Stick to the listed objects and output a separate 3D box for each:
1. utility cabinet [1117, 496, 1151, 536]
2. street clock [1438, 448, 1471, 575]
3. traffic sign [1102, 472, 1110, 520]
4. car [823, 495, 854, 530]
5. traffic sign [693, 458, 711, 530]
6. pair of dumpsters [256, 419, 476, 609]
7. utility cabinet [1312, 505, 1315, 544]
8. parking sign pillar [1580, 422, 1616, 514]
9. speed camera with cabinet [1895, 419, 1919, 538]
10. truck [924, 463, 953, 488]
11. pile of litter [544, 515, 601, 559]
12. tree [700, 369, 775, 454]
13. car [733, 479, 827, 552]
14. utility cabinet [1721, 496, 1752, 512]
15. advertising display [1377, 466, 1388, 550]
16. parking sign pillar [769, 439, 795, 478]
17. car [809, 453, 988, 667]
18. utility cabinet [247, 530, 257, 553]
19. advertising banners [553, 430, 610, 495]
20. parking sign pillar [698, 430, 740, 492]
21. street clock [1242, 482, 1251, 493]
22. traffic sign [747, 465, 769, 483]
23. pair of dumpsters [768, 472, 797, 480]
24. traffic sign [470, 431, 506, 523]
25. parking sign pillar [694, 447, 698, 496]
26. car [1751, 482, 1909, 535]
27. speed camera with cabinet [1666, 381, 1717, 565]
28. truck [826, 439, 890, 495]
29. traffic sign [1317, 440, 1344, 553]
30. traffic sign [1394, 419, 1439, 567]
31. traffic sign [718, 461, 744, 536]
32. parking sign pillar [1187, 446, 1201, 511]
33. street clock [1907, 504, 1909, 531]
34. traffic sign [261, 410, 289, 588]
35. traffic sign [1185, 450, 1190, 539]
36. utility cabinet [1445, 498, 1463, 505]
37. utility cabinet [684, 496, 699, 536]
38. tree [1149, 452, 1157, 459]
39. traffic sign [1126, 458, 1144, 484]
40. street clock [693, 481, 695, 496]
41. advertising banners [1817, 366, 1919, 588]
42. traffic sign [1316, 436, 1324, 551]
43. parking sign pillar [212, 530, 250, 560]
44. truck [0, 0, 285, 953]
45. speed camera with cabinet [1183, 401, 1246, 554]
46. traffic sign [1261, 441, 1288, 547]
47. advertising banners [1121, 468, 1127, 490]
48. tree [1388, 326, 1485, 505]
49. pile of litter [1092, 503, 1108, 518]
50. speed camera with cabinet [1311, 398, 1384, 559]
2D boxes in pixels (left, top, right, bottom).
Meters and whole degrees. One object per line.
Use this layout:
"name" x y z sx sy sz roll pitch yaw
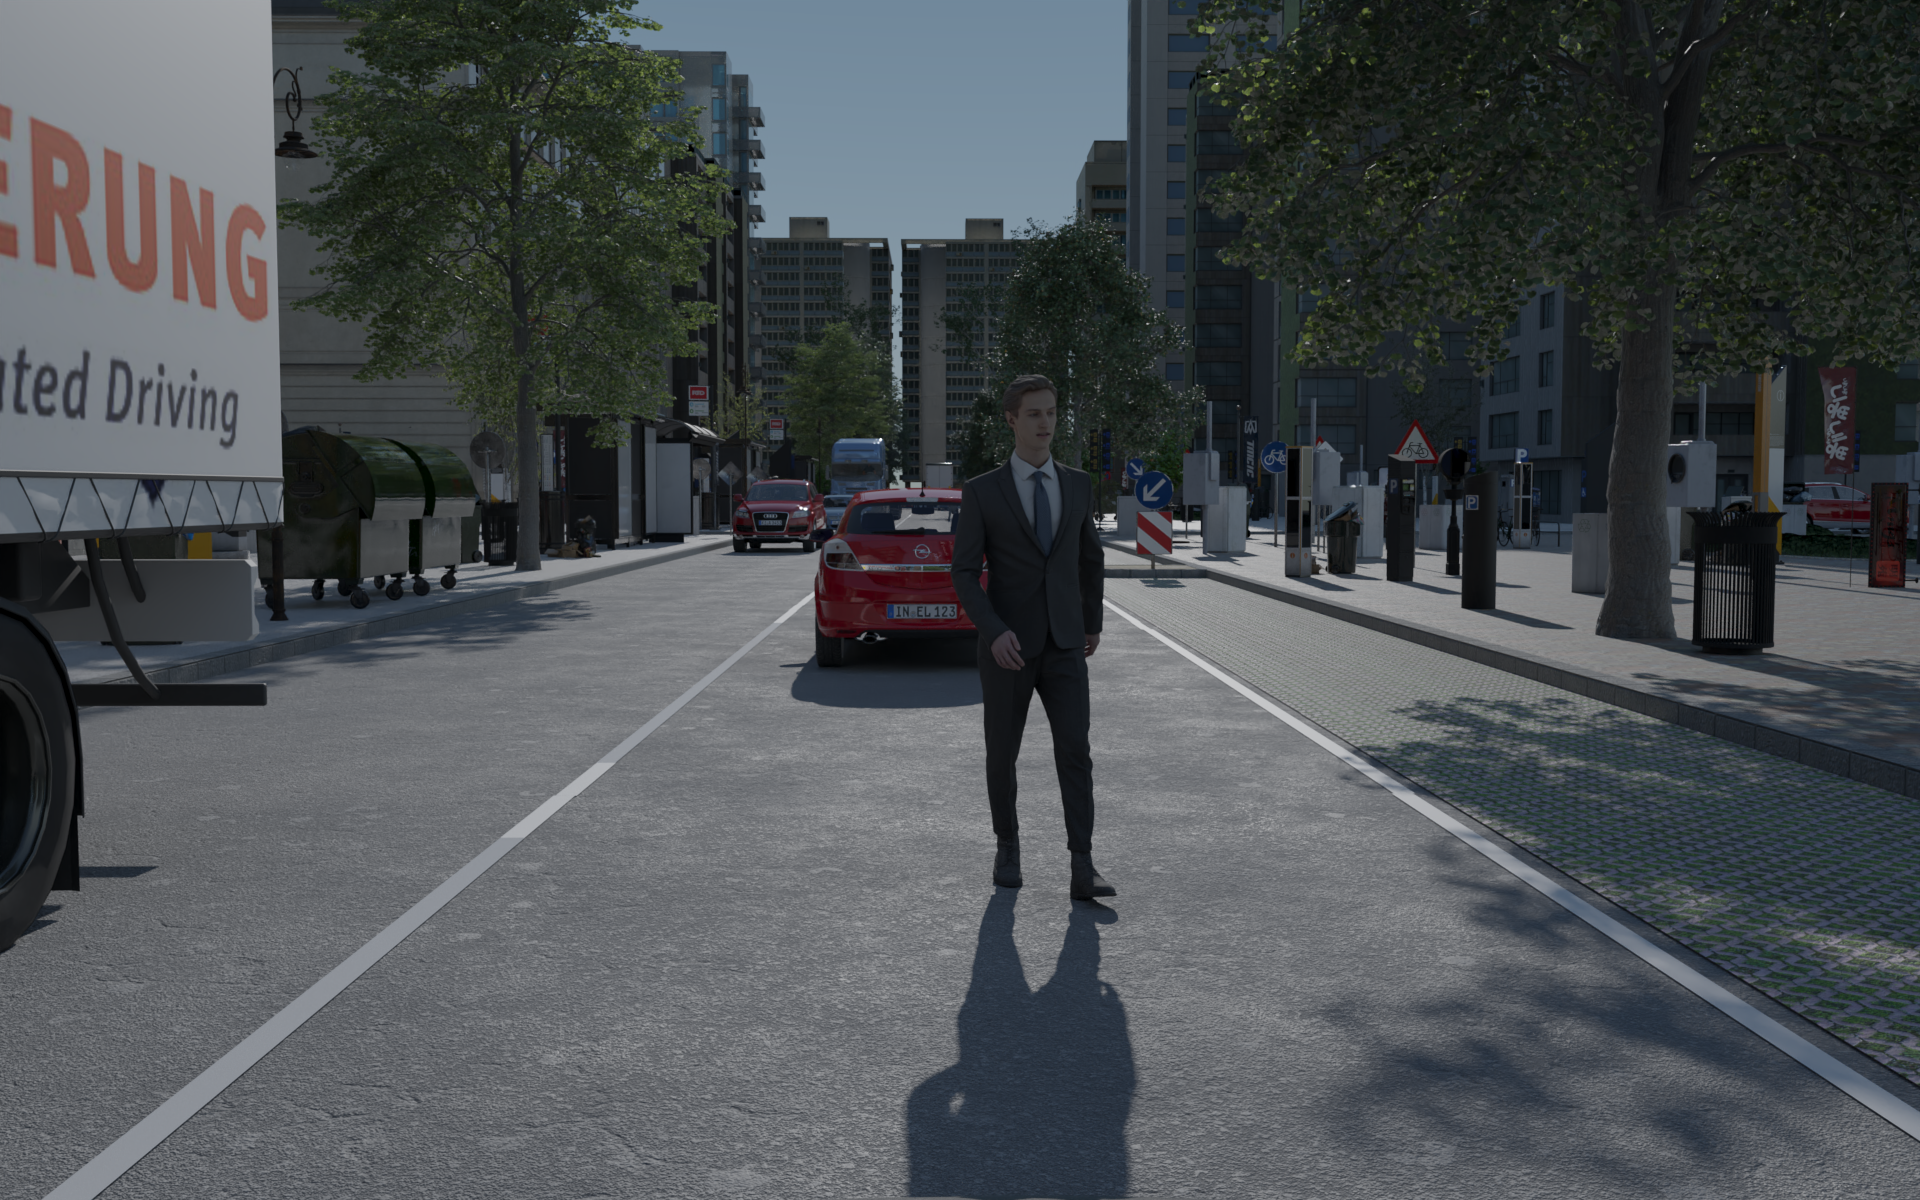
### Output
"utility cabinet" 5.345 -2.572 53.212 1.020 1.237 0.306 0 4 -2
"street clock" 7.807 -1.395 27.384 0.471 2.002 0.358 0 4 3
"traffic sign" 7.205 -5.323 87.133 0.768 2.556 0.104 0 4 8
"car" -4.264 -3.058 61.996 2.014 1.417 4.499 0 4 -2
"traffic sign" -9.223 -3.753 61.473 0.768 2.556 0.104 0 4 4
"pair of dumpsters" -7.260 -1.146 21.228 1.574 2.255 4.437 0 4 -1
"utility cabinet" 8.818 -2.199 44.636 0.318 1.500 1.173 0 4 -6
"parking sign pillar" 22.893 -4.489 61.869 1.447 3.967 1.447 -1 4 -9
"speed camera with cabinet" 21.928 -2.696 38.413 2.038 3.252 0.660 0 4 5
"truck" -1.991 -10.621 162.574 2.839 4.237 11.283 0 4 -1
"pile of litter" -7.858 -1.299 35.198 1.176 0.858 1.719 0 4 -3
"tree" -13.058 -9.241 101.456 4.360 8.622 3.978 0 3 0
"car" -4.569 -2.182 44.353 2.281 1.827 5.304 0 3 0
"utility cabinet" 21.638 -2.271 48.297 1.020 1.237 0.306 -2 4 -34
"advertising display" 9.951 -2.115 39.786 0.123 1.923 0.974 -2 4 -27
"parking sign pillar" -8.806 -5.952 85.793 1.447 3.967 1.447 2 4 34
"car" -0.337 -0.416 15.842 2.155 1.783 4.494 0 4 -1
"utility cabinet" -15.622 -1.605 37.400 0.306 1.237 1.020 3 5 44
"advertising banners" -10.104 -3.096 46.807 2.074 3.025 0.090 1 4 21
"parking sign pillar" -9.920 -5.156 72.771 1.447 3.967 1.447 -2 4 -35
"street clock" 13.382 -4.666 80.857 0.358 2.002 0.471 -1 4 -18
"traffic sign" -7.107 -3.500 60.866 0.795 2.450 0.064 0 4 -1
"pair of dumpsters" -7.820 -4.517 76.340 1.574 2.255 4.437 0 4 -1
"traffic sign" -9.600 -2.145 35.182 0.768 2.556 0.104 1 4 9
"parking sign pillar" -14.477 -6.747 98.782 1.447 3.967 1.447 0 4 -7
"car" 28.896 -2.993 57.611 5.304 1.827 2.281 0 4 -2
"speed camera with cabinet" 12.681 -2.241 30.971 0.660 3.252 2.038 -1 4 -8
"truck" -4.714 -6.133 90.031 2.967 4.110 18.799 0 4 1
"traffic sign" 7.877 -2.216 37.419 0.795 2.450 0.064 0 4 2
"traffic sign" 7.928 -1.848 30.223 0.884 2.594 0.081 1 4 8
"traffic sign" -6.998 -3.012 52.882 0.795 2.450 0.064 0 4 -1
"parking sign pillar" 12.458 -6.288 91.288 1.447 3.967 1.447 -1 4 -11
"street clock" 33.161 -3.425 60.567 0.471 2.002 0.358 -1 4 -15
"traffic sign" -9.547 -1.442 23.682 0.768 2.556 0.104 0 4 5
"traffic sign" 6.501 -3.036 49.650 0.884 2.594 0.081 0 4 7
"utility cabinet" 25.270 -4.718 88.298 1.020 1.237 0.306 2 4 25
"utility cabinet" -8.607 -2.598 53.637 1.020 1.237 0.306 -2 4 -26
"tree" 12.509 -7.818 111.534 4.285 4.588 4.351 0 3 0
"traffic sign" 6.280 -3.765 61.656 0.768 2.556 0.104 0 4 7
"street clock" -14.711 -5.576 95.733 0.358 2.002 0.471 -1 4 -17
"advertising banners" 12.736 -1.680 23.656 2.074 3.025 0.090 0 4 4
"traffic sign" 8.015 -2.365 38.665 0.884 2.594 0.081 0 4 7
"parking sign pillar" -14.544 -2.751 33.454 1.447 3.967 1.447 0 4 -1
"truck" -4.076 -0.796 1.936 2.839 4.237 11.283 0 4 -1
"speed camera with cabinet" 5.555 -2.652 37.695 0.660 3.252 2.038 2 4 34
"traffic sign" 7.637 -2.551 41.821 0.768 2.556 0.104 0 4 5
"advertising banners" 10.094 -7.207 114.029 2.074 3.025 0.090 -1 4 -10
"tree" 20.369 -7.638 75.249 4.360 8.622 3.978 0 3 0
"pile of litter" 7.454 -4.915 94.329 1.176 0.858 1.719 0 4 4
"speed camera with cabinet" 7.774 -2.506 35.304 0.660 3.252 2.038 -2 4 -27
